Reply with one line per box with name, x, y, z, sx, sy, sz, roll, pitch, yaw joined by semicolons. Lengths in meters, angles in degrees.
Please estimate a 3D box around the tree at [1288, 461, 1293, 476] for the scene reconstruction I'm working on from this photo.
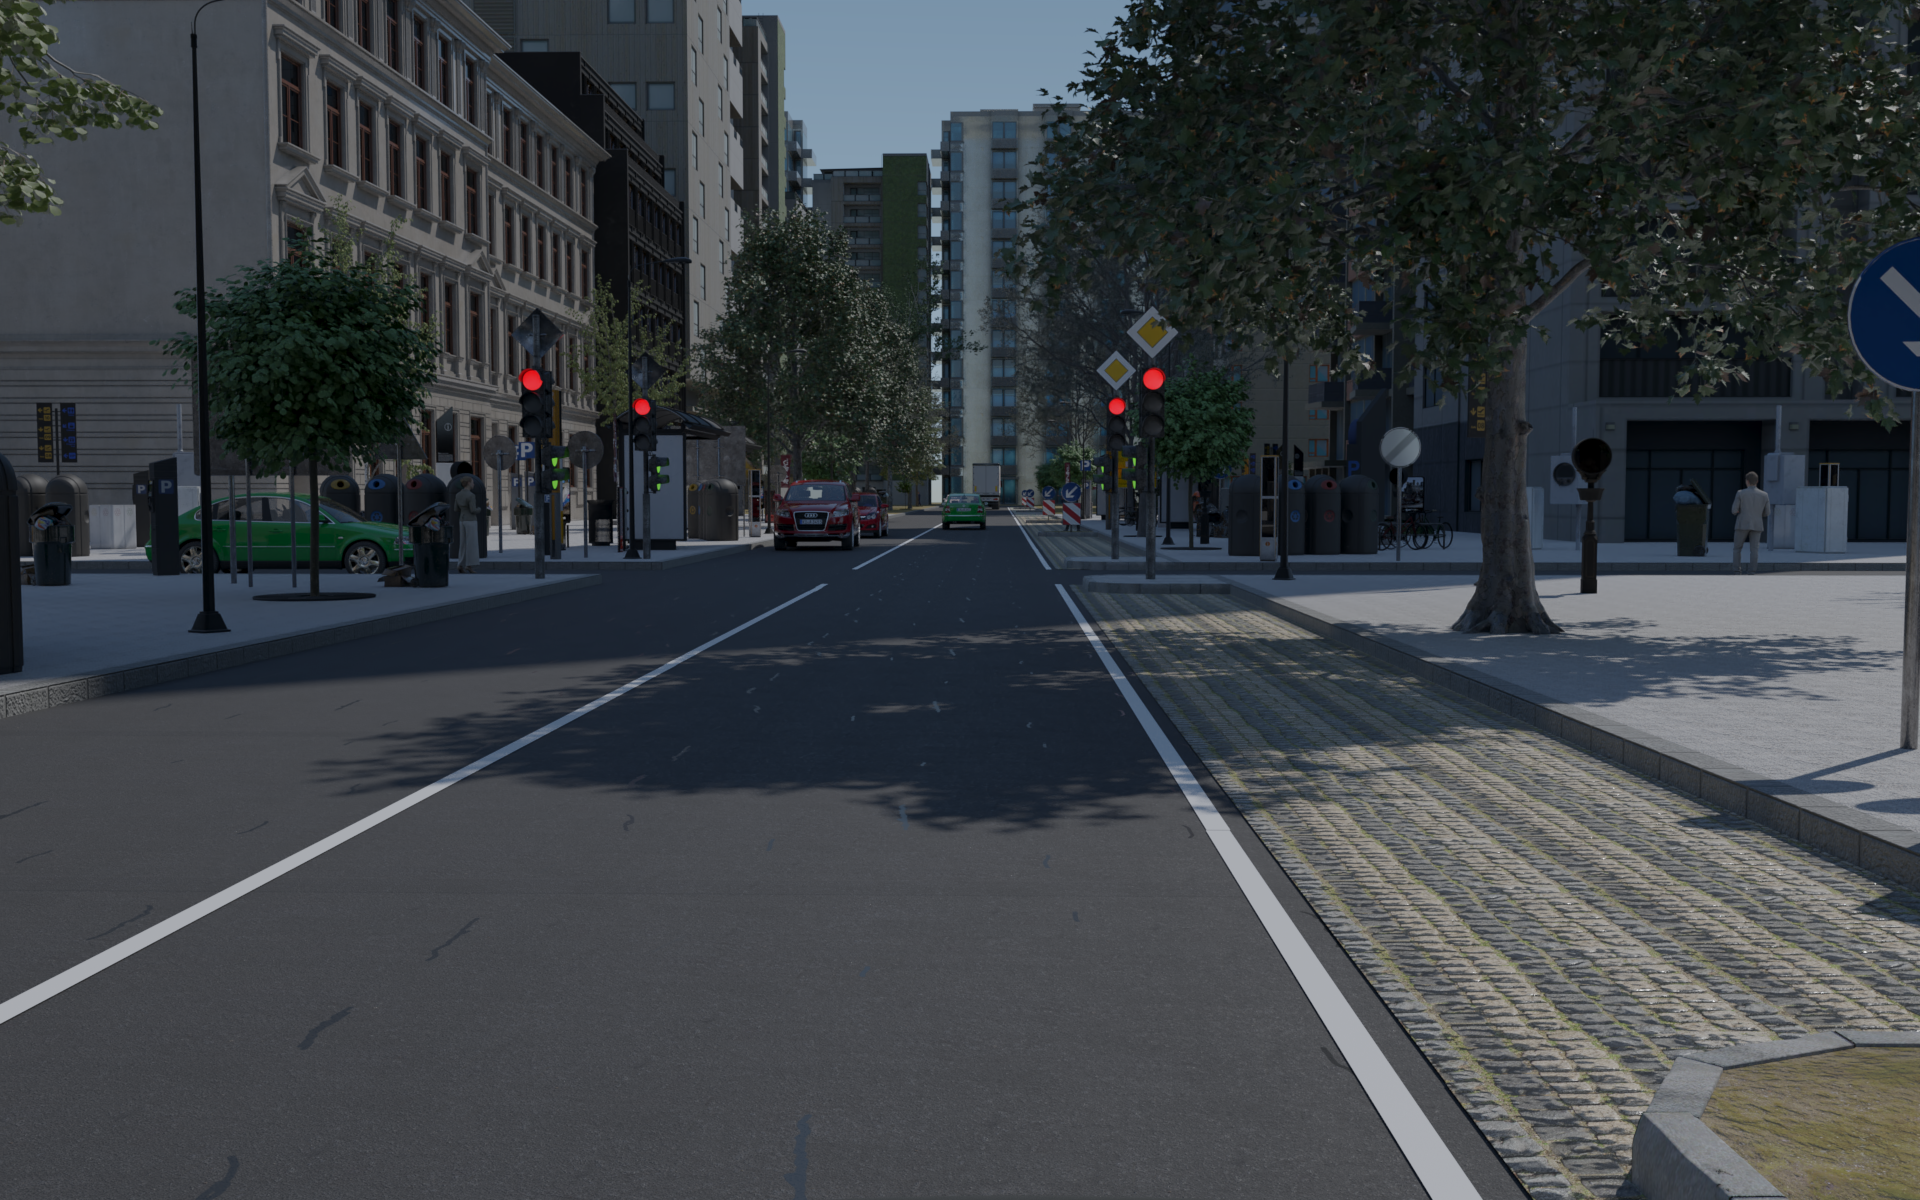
tree;16.588;-5.713;88.010;1.663;3.219;1.824;0;3;0

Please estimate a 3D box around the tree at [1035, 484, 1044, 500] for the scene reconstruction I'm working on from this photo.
tree;8.895;-11.545;183.354;1.663;3.219;1.824;0;3;0

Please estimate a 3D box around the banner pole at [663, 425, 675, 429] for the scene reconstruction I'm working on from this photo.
banner pole;-9.494;-4.011;55.599;0.863;3.779;0.401;2;4;26

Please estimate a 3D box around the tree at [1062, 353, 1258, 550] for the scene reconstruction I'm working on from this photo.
tree;5.420;-3.457;40.241;4.285;4.588;4.351;0;3;0

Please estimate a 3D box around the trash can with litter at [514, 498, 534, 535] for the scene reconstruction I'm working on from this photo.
trash can with litter;-13.532;-2.645;54.626;1.055;1.170;0.624;1;4;13

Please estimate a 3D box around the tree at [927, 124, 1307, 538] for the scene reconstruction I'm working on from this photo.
tree;5.600;-8.620;51.306;12.009;13.543;11.850;0;3;0

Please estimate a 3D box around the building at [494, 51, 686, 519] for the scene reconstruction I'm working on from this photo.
building;-22.656;-16.242;95.240;12.332;23.373;15.834;0;4;1

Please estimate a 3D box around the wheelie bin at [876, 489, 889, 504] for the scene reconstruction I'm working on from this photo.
wheelie bin;-4.951;-6.195;109.194;0.980;1.594;0.693;-1;4;-22

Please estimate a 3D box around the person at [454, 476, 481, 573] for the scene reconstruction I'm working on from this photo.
person;-8.876;-1.364;31.352;0.519;1.759;0.362;2;4;34

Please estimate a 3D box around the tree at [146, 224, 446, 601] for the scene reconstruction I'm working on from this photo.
tree;-8.035;-2.293;21.200;4.285;4.588;4.351;0;3;0

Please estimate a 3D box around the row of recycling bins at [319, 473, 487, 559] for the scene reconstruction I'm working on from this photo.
row of recycling bins;-11.213;-1.699;34.893;3.534;1.692;1.069;1;4;9

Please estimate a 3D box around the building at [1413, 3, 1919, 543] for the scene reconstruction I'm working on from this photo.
building;27.040;-37.595;52.935;20.611;71.187;20.563;0;4;1

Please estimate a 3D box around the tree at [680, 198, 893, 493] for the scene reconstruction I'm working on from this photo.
tree;-6.446;-9.205;67.506;9.611;12.733;9.660;0;3;0

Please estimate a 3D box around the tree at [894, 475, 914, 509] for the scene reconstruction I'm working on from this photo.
tree;-4.592;-9.263;146.050;1.663;3.219;1.824;0;3;0

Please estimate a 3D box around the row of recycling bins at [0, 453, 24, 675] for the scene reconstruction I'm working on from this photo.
row of recycling bins;-7.952;-0.386;13.424;1.069;1.692;3.534;-3;4;-36

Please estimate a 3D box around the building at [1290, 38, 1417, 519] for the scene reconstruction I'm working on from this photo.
building;29.108;-26.279;84.283;22.147;44.769;28.867;0;4;1

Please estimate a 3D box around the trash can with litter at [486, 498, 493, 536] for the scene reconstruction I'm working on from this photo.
trash can with litter;-14.711;-2.507;52.383;1.055;1.170;0.624;-2;4;-29

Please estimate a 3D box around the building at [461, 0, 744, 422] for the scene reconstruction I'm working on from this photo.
building;-30.322;-32.635;122.815;28.713;52.752;27.495;0;4;1

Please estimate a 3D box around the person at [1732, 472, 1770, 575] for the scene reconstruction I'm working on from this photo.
person;13.204;-1.243;29.031;0.606;1.804;0.583;0;4;3

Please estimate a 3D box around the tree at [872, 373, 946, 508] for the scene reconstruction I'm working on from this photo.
tree;-4.859;-14.431;154.074;7.486;12.596;7.792;0;3;0

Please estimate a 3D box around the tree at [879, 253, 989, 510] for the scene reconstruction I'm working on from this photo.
tree;-4.144;-17.077;135.096;12.611;20.169;13.585;0;3;0

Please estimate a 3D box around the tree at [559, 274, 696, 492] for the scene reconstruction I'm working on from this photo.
tree;-11.402;-6.636;58.867;4.737;8.622;4.395;0;3;0

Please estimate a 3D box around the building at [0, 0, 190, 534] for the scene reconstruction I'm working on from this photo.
building;-22.922;-13.399;55.224;11.583;22.565;21.152;0;4;1

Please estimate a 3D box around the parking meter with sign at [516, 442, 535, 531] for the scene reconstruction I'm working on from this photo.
parking meter with sign;-14.442;-3.819;58.700;0.543;3.016;1.738;0;4;1

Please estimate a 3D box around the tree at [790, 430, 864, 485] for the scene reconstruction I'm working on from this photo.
tree;-6.135;-5.879;79.837;4.285;4.588;4.351;0;3;0

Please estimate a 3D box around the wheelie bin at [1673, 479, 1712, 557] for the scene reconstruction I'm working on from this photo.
wheelie bin;15.087;-1.700;35.696;0.693;1.594;0.980;2;4;28

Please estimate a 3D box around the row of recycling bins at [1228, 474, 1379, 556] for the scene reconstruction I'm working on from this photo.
row of recycling bins;7.228;-1.800;36.545;3.534;1.692;1.069;-2;4;-23

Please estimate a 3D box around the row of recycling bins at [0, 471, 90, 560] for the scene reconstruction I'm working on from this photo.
row of recycling bins;-19.585;-1.771;36.067;3.534;1.692;1.069;2;4;23

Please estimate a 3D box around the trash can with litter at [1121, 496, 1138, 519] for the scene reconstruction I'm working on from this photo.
trash can with litter;8.728;-4.794;89.768;1.055;1.170;0.624;3;5;39

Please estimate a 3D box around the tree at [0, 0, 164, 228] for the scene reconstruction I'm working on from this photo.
tree;-7.832;-5.589;9.501;7.486;12.596;7.792;0;3;0

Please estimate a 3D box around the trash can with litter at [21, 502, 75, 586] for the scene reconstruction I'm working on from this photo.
trash can with litter;-12.949;-0.792;24.343;1.055;1.170;0.624;2;4;30

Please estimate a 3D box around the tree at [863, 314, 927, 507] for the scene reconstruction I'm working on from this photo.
tree;-5.750;-12.005;106.657;12.009;13.543;11.850;0;3;0

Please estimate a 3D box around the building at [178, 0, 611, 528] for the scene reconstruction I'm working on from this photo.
building;-23.407;-14.691;76.353;11.583;22.565;21.152;0;4;1

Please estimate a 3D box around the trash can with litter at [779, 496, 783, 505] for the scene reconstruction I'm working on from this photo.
trash can with litter;-11.049;-5.761;105.573;0.624;1.170;1.055;0;4;5

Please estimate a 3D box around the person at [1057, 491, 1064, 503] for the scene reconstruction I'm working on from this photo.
person;11.144;-11.167;191.617;0.750;1.759;0.617;0;4;4

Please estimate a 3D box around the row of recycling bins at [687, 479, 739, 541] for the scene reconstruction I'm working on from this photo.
row of recycling bins;-6.927;-2.546;48.735;1.069;1.692;3.534;-1;4;-19

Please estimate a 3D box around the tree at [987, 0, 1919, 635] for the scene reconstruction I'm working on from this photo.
tree;4.999;-6.046;15.862;9.611;12.733;9.660;0;3;0

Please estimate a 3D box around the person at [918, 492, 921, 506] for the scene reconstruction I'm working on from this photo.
person;-4.542;-11.136;191.498;0.530;1.710;0.541;0;4;4

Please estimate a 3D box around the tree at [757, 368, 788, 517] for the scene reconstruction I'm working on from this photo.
tree;-11.014;-9.057;98.440;4.360;8.622;3.978;0;3;0

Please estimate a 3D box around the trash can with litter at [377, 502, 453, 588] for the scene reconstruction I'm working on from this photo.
trash can with litter;-7.525;-0.763;23.857;1.055;1.170;0.624;1;4;13

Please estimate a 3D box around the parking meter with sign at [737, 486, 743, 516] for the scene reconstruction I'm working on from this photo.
parking meter with sign;-13.021;-6.442;101.593;1.738;3.016;0.543;-1;4;-15

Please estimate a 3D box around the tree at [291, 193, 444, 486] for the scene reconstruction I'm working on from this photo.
tree;-14.599;-5.638;42.550;4.737;8.622;4.395;0;3;0

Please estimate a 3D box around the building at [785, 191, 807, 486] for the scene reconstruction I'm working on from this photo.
building;-21.811;-24.218;167.666;14.107;30.474;14.160;0;4;1

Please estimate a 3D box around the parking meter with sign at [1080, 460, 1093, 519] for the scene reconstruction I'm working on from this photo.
parking meter with sign;6.600;-5.728;89.908;0.543;3.016;1.738;1;4;10

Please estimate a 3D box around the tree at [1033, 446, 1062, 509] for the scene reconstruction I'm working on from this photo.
tree;6.762;-7.187;101.221;4.285;4.588;4.351;0;3;0

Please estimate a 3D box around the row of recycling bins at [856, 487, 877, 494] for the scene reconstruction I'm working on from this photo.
row of recycling bins;-6.694;-5.970;104.730;3.534;1.692;1.069;1;4;14

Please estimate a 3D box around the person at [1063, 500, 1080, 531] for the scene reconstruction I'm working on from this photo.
person;4.043;-3.351;63.064;0.755;1.850;0.659;2;4;28

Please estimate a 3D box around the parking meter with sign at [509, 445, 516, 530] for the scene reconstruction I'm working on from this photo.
parking meter with sign;-15.943;-4.037;62.271;0.543;3.016;1.738;-1;4;-20
